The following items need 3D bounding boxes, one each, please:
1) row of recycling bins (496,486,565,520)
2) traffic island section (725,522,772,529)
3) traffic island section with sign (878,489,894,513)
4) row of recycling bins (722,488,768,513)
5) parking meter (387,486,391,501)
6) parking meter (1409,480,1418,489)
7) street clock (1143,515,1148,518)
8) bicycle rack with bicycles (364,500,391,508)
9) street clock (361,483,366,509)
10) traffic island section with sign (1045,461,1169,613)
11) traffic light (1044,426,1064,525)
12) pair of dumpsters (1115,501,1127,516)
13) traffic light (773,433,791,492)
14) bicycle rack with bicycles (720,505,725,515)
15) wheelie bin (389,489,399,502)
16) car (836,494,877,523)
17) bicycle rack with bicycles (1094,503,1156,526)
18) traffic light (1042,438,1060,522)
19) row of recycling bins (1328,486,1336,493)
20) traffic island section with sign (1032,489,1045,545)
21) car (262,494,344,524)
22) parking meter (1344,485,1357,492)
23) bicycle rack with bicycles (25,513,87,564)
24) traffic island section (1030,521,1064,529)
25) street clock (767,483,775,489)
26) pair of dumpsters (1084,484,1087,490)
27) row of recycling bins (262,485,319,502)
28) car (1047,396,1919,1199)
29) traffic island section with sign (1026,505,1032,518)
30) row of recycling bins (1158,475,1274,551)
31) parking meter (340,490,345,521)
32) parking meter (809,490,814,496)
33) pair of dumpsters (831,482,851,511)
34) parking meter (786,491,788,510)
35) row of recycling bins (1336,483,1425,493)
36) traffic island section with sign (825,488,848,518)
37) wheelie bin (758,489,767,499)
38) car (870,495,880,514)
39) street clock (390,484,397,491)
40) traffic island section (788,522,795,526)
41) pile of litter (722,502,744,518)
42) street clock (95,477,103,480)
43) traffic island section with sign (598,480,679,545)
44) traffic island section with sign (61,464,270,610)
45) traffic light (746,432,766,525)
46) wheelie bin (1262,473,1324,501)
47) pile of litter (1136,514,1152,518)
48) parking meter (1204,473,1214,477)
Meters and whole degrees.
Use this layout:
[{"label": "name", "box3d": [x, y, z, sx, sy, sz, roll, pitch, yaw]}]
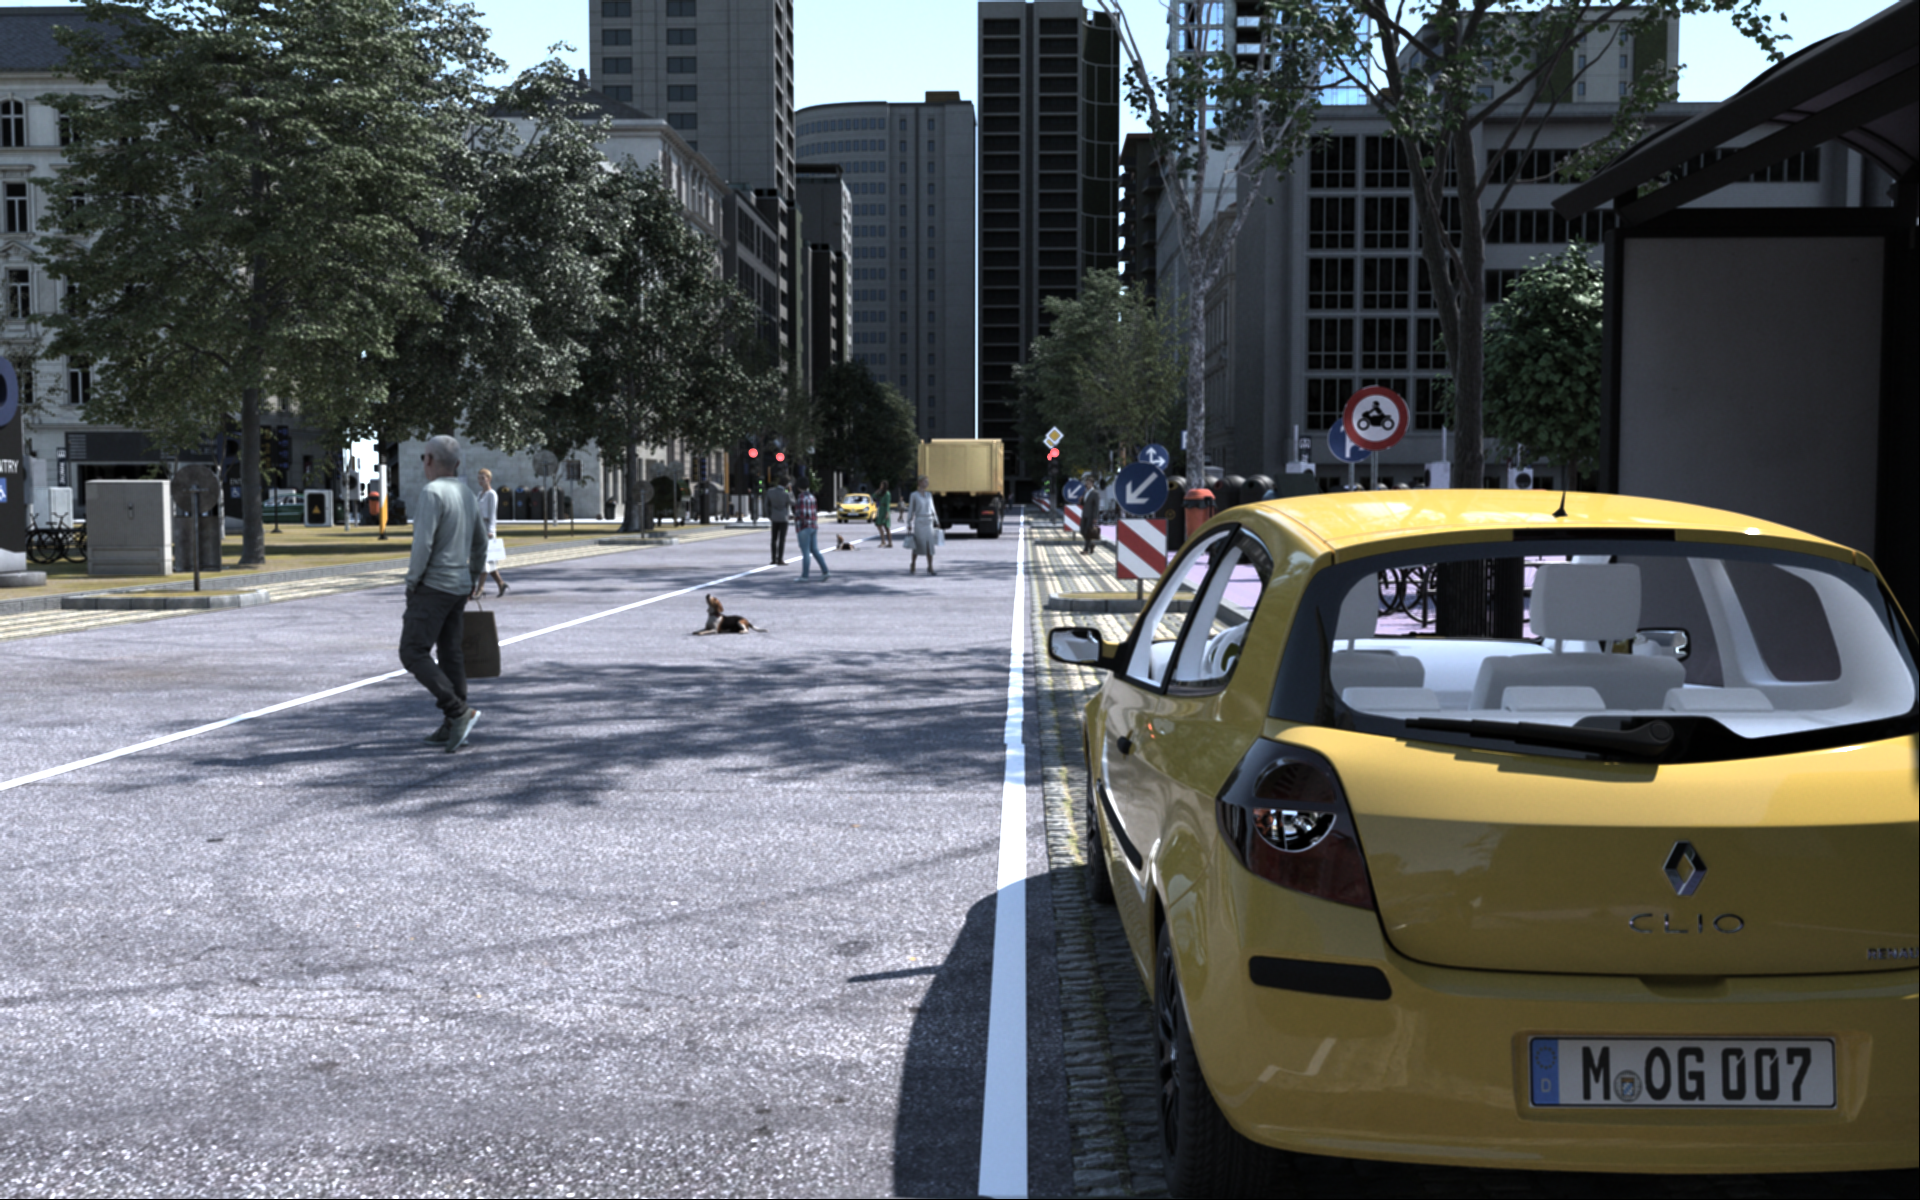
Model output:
[{"label": "row of recycling bins", "box3d": [-21.043, -4.755, 84.861, 3.534, 1.692, 1.069, 1, 4, 11]}, {"label": "traffic island section", "box3d": [-8.561, -3.046, 72.079, 2.009, 0.180, 2.903, 0, 4, 2]}, {"label": "traffic island section with sign", "box3d": [-6.043, -7.554, 132.128, 1.989, 1.847, 2.006, 0, 4, 2]}, {"label": "row of recycling bins", "box3d": [-14.835, -6.716, 116.926, 3.534, 1.692, 1.069, -2, 4, -35]}, {"label": "parking meter", "box3d": [-43.020, -7.635, 130.541, 0.255, 1.863, 0.399, -1, 4, -22]}, {"label": "parking meter", "box3d": [18.535, -3.988, 70.907, 0.399, 1.863, 0.255, 1, 4, 22]}, {"label": "street clock", "box3d": [4.945, -2.563, 46.475, 0.358, 2.002, 0.471, 0, 4, 6]}, {"label": "bicycle rack with bicycles", "box3d": [-47.006, -7.653, 138.515, 2.852, 0.926, 2.925, 3, 5, 42]}, {"label": "street clock", "box3d": [-37.697, -6.406, 109.306, 0.358, 2.002, 0.471, 0, 4, 2]}, {"label": "traffic island section with sign", "box3d": [2.109, -0.799, 21.693, 1.989, 1.847, 2.006, 0, 4, 2]}, {"label": "traffic light", "box3d": [3.882, -5.051, 71.510, 0.839, 4.253, 0.868, 0, 4, 2]}, {"label": "pair of dumpsters", "box3d": [8.755, -5.704, 95.751, 1.574, 2.255, 4.437, 0, 4, 2]}, {"label": "traffic light", "box3d": [-8.232, -5.566, 79.922, 0.839, 4.253, 0.868, 0, 4, 2]}, {"label": "bicycle rack with bicycles", "box3d": [-15.532, -5.621, 105.288, 2.925, 0.926, 2.852, -2, 4, -33]}, {"label": "wheelie bin", "box3d": [-34.645, -6.034, 106.562, 0.693, 1.594, 0.980, 3, 5, 41]}, {"label": "car", "box3d": [-5.121, -4.657, 86.360, 2.015, 1.641, 3.980, 0, 4, 3]}, {"label": "bicycle rack with bicycles", "box3d": [6.581, -3.482, 70.310, 2.925, 0.926, 2.852, 0, 4, -2]}, {"label": "traffic light", "box3d": [4.172, -5.539, 79.490, 0.839, 4.253, 0.868, 0, 4, 2]}, {"label": "row of recycling bins", "box3d": [18.641, -4.737, 84.561, 1.069, 1.692, 3.534, 1, 4, 20]}, {"label": "traffic island section with sign", "box3d": [3.092, -2.452, 48.713, 1.989, 1.847, 2.006, 0, 4, 2]}, {"label": "car", "box3d": [-29.620, -3.944, 76.280, 4.920, 1.459, 2.131, 0, 4, 2]}, {"label": "parking meter", "box3d": [10.757, -2.406, 47.749, 0.372, 1.533, 0.369, 0, 3, 0]}, {"label": "bicycle rack with bicycles", "box3d": [-16.799, -1.185, 32.761, 2.925, 0.926, 2.852, -1, 4, -10]}, {"label": "traffic island section", "box3d": [4.211, -3.506, 79.602, 2.009, 0.180, 2.903, 0, 4, 2]}, {"label": "street clock", "box3d": [-11.950, -6.409, 109.363, 0.471, 2.002, 0.358, -1, 4, -15]}, {"label": "pair of dumpsters", "box3d": [7.661, -6.021, 100.942, 1.574, 2.255, 4.437, 0, 4, 2]}, {"label": "row of recycling bins", "box3d": [-32.644, -4.667, 83.421, 3.534, 1.692, 1.069, -3, 5, -41]}, {"label": "car", "box3d": [1.273, 0.326, 4.896, 2.015, 1.641, 3.980, 0, 4, 1]}, {"label": "traffic island section with sign", "box3d": [5.100, -5.844, 104.185, 1.989, 1.847, 2.006, 0, 4, 2]}, {"label": "row of recycling bins", "box3d": [5.707, -1.916, 38.439, 1.069, 1.692, 3.534, -2, 4, -34]}, {"label": "parking meter", "box3d": [-29.295, -4.524, 82.374, 0.372, 1.533, 0.369, 0, 3, 0]}, {"label": "parking meter", "box3d": [-9.304, -6.109, 108.290, 0.372, 1.533, 0.369, 0, 3, 0]}, {"label": "pair of dumpsters", "box3d": [-9.308, -7.977, 132.921, 1.574, 2.255, 4.437, 0, 4, 2]}, {"label": "parking meter", "box3d": [-10.380, -6.010, 103.972, 0.399, 1.863, 0.255, 1, 4, 17]}, {"label": "row of recycling bins", "box3d": [16.292, -3.595, 65.890, 3.534, 1.692, 1.069, 3, 4, 37]}, {"label": "traffic island section with sign", "box3d": [-7.050, -5.872, 104.634, 1.989, 1.847, 2.006, 0, 4, 2]}, {"label": "wheelie bin", "box3d": [-12.752, -6.441, 113.221, 0.693, 1.594, 0.980, 2, 4, 27]}, {"label": "car", "box3d": [-6.565, -6.774, 123.335, 1.945, 1.354, 3.894, 0, 4, 4]}, {"label": "street clock", "box3d": [-40.043, -7.211, 122.466, 0.471, 2.002, 0.358, -2, 4, -25]}, {"label": "traffic island section", "box3d": [-8.272, -3.534, 80.058, 2.009, 0.180, 2.903, 0, 4, 2]}, {"label": "pile of litter", "box3d": [-12.250, -4.904, 94.149, 1.176, 0.858, 1.719, 3, 4, 37]}, {"label": "street clock", "box3d": [-36.322, -4.192, 73.107, 0.358, 2.002, 0.471, -3, 4, -37]}, {"label": "traffic island section with sign", "box3d": [-9.065, -2.479, 49.153, 1.989, 1.847, 2.006, 0, 4, 2]}, {"label": "traffic island section with sign", "box3d": [-10.046, -0.831, 22.216, 1.989, 1.847, 2.006, 0, 4, 2]}, {"label": "traffic light", "box3d": [-8.522, -5.078, 71.942, 0.839, 4.253, 0.868, 0, 4, 2]}, {"label": "wheelie bin", "box3d": [4.987, -1.110, 26.060, 0.980, 1.594, 0.693, -1, 4, -13]}, {"label": "pile of litter", "box3d": [9.341, -4.737, 91.408, 1.719, 0.858, 1.176, 0, 4, 4]}, {"label": "parking meter", "box3d": [6.549, -2.461, 45.956, 0.399, 1.863, 0.255, 2, 4, 24]}]
